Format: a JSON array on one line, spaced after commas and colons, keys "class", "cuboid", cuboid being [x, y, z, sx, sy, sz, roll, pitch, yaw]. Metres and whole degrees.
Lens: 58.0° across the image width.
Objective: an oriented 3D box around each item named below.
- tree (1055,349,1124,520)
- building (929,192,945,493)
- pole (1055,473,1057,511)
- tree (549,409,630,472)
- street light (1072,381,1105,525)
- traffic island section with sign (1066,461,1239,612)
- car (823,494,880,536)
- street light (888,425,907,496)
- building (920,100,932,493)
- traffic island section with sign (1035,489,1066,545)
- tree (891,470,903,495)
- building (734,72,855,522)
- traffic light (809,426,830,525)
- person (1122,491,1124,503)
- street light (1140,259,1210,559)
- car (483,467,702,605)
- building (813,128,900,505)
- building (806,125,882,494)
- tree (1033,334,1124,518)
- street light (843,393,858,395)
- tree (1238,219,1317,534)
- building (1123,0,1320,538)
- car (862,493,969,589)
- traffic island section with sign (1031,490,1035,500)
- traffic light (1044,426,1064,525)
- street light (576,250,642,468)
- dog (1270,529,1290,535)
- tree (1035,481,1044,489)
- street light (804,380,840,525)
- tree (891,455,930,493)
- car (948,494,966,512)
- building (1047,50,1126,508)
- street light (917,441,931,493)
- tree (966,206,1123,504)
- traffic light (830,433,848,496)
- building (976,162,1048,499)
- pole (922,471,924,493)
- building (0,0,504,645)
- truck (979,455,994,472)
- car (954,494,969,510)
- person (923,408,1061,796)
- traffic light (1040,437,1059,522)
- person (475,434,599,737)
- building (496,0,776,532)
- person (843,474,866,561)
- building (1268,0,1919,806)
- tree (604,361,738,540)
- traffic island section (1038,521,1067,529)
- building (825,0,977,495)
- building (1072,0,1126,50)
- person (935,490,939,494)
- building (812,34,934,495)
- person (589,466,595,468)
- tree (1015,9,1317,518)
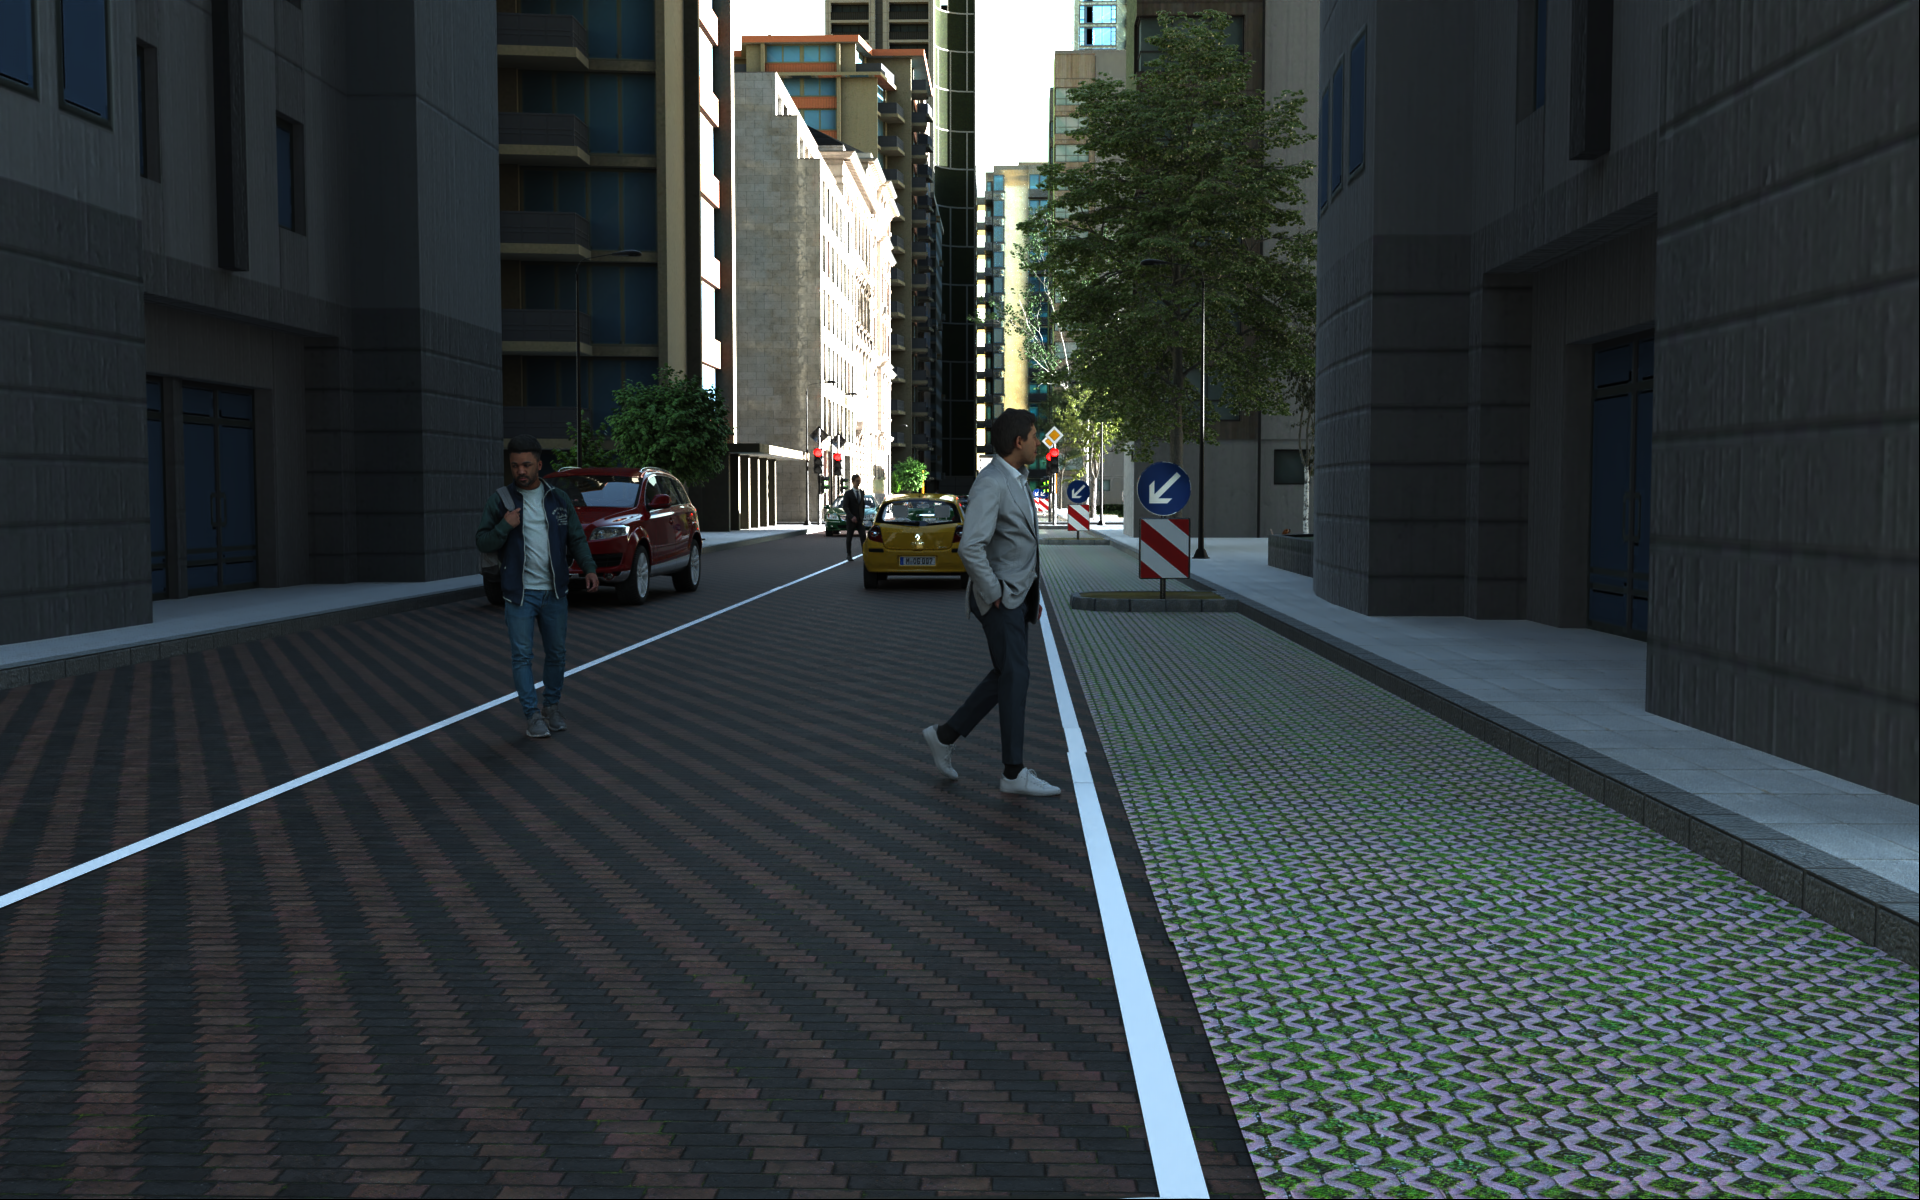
[{"class": "tree", "cuboid": [6.533, -8.195, 84.352, 4.737, 8.622, 4.395, 0, 3, 0]}, {"class": "building", "cuboid": [-14.034, -31.973, 214.639, 23.993, 40.220, 32.217, 0, 4, 2]}, {"class": "pole", "cuboid": [7.281, -8.424, 131.579, 0.158, 3.312, 0.155, 0, 3, 0]}, {"class": "tree", "cuboid": [-8.570, -2.740, 39.394, 1.663, 3.219, 1.824, 0, 3, 0]}, {"class": "street light", "cuboid": [5.270, -6.028, 71.103, 1.470, 5.913, 1.316, 0, 4, 2]}, {"class": "traffic island section with sign", "cuboid": [2.396, -0.807, 21.819, 1.989, 1.847, 2.006, 0, 4, 2]}, {"class": "car", "cuboid": [-3.654, -2.980, 60.514, 2.131, 1.459, 4.920, 0, 4, 1]}, {"class": "street light", "cuboid": [-4.237, -8.774, 116.003, 1.470, 5.913, 1.316, 0, 4, 2]}, {"class": "building", "cuboid": [-10.479, -33.040, 190.321, 14.600, 45.320, 14.200, 0, 4, 2]}, {"class": "traffic island section with sign", "cuboid": [3.231, -2.486, 49.279, 1.989, 1.847, 2.006, 0, 4, 2]}, {"class": "tree", "cuboid": [-5.328, -8.934, 140.664, 1.663, 3.219, 1.824, 0, 3, 0]}, {"class": "building", "cuboid": [-11.250, -14.221, 87.260, 10.420, 20.320, 16.860, 0, 4, 2]}, {"class": "traffic light", "cuboid": [-5.800, -5.049, 71.479, 0.839, 4.253, 0.868, 0, 4, 2]}, {"class": "person", "cuboid": [11.081, -6.678, 115.413, 0.709, 1.800, 0.728, -2, 4, -31]}, {"class": "street light", "cuboid": [4.260, -3.781, 34.365, 1.470, 5.913, 1.316, 0, 4, 2]}, {"class": "car", "cuboid": [-4.989, -0.942, 24.074, 2.281, 1.827, 5.304, 0, 4, 4]}, {"class": "building", "cuboid": [-11.994, -20.779, 127.123, 14.401, 28.519, 23.554, 0, 4, 2]}, {"class": "building", "cuboid": [-10.978, -16.921, 105.530, 11.050, 23.489, 19.941, 0, 4, 2]}, {"class": "tree", "cuboid": [7.433, -9.706, 93.101, 7.601, 10.594, 8.767, 2, 4, 26]}, {"class": "street light", "cuboid": [-5.354, -6.532, 79.346, 1.470, 5.913, 1.316, 0, 4, 2]}, {"class": "tree", "cuboid": [9.745, -5.932, 47.347, 4.360, 8.622, 3.978, 0, 3, 0]}, {"class": "building", "cuboid": [12.342, -17.434, 56.744, 14.160, 30.474, 14.107, 0, 4, 2]}, {"class": "car", "cuboid": [-0.601, -1.069, 27.706, 2.015, 1.641, 3.980, 0, 4, 1]}, {"class": "traffic island section with sign", "cuboid": [4.901, -5.826, 103.884, 1.989, 1.847, 2.006, 0, 4, 2]}, {"class": "traffic light", "cuboid": [3.857, -5.033, 71.203, 0.839, 4.253, 0.868, 0, 4, 2]}, {"class": "street light", "cuboid": [-6.750, -3.705, 33.118, 1.470, 5.913, 1.316, 0, 4, 2]}, {"class": "dog", "cuboid": [7.141, -1.334, 38.641, 0.540, 0.507, 0.406, 2, 4, 23]}, {"class": "tree", "cuboid": [10.116, -13.455, 214.586, 1.663, 3.219, 1.824, 0, 3, 0]}, {"class": "street light", "cuboid": [-5.724, -6.016, 70.895, 1.470, 5.913, 1.316, 0, 4, 2]}, {"class": "tree", "cuboid": [-4.211, -10.047, 147.976, 4.285, 4.588, 4.351, 0, 3, 0]}, {"class": "car", "cuboid": [-0.713, -1.975, 44.093, 2.131, 1.459, 4.920, 0, 4, 0]}, {"class": "building", "cuboid": [15.733, -29.343, 163.346, 14.154, 41.232, 14.086, 0, 4, 2]}, {"class": "street light", "cuboid": [-3.228, -11.005, 152.465, 1.470, 5.913, 1.316, 0, 4, 2]}, {"class": "tree", "cuboid": [7.281, -15.820, 114.553, 12.611, 20.169, 13.585, 0, 3, 0]}, {"class": "traffic light", "cuboid": [-5.557, -5.538, 79.461, 0.839, 4.253, 0.868, 0, 4, 2]}, {"class": "building", "cuboid": [17.599, -38.479, 248.735, 30.456, 49.044, 23.786, 0, 4, 2]}, {"class": "pole", "cuboid": [-3.236, -9.573, 150.368, 0.158, 3.312, 0.155, 0, 3, 0]}, {"class": "building", "cuboid": [-18.574, -28.854, 13.766, 21.231, 58.520, 28.212, 0, 4, 2]}, {"class": "truck", "cuboid": [2.710, -8.539, 128.533, 2.839, 4.237, 11.283, 0, 4, 2]}, {"class": "car", "cuboid": [0.181, -4.446, 82.471, 2.009, 1.686, 4.222, 0, 4, 2]}, {"class": "person", "cuboid": [0.138, -0.003, 8.399, 0.795, 1.843, 0.661, 1, 4, 22]}, {"class": "traffic light", "cuboid": [4.100, -5.521, 79.184, 0.839, 4.253, 0.868, 0, 4, 2]}, {"class": "person", "cuboid": [-2.535, -0.088, 10.288, 0.623, 1.781, 0.721, -3, 5, -39]}, {"class": "building", "cuboid": [-21.121, -24.895, 61.651, 28.867, 44.769, 22.147, 0, 4, 2]}, {"class": "person", "cuboid": [-2.173, -1.751, 36.907, 0.659, 1.850, 0.755, -3, 4, -36]}, {"class": "building", "cuboid": [14.833, -29.119, 18.094, 21.231, 58.520, 28.212, 0, 4, 2]}, {"class": "tree", "cuboid": [-7.222, -3.639, 43.207, 4.285, 4.588, 4.351, 0, 3, 0]}, {"class": "traffic island section", "cuboid": [4.140, -3.487, 79.297, 2.009, 0.180, 2.903, 0, 4, 2]}, {"class": "building", "cuboid": [-7.981, -49.458, 246.891, 20.611, 71.187, 20.563, 0, 4, 2]}, {"class": "building", "cuboid": [22.719, -55.048, 212.699, 22.319, 86.520, 31.000, 0, 4, 2]}, {"class": "person", "cuboid": [-2.587, -11.435, 193.935, 0.756, 1.711, 0.436, -2, 4, -24]}, {"class": "building", "cuboid": [-13.957, -31.453, 168.878, 22.147, 44.769, 28.867, 0, 4, 2]}, {"class": "person", "cuboid": [-7.572, -1.776, 34.934, 0.795, 1.843, 0.661, -2, 4, -27]}, {"class": "tree", "cuboid": [5.200, -7.503, 40.803, 7.486, 12.596, 7.792, 0, 3, 0]}]
